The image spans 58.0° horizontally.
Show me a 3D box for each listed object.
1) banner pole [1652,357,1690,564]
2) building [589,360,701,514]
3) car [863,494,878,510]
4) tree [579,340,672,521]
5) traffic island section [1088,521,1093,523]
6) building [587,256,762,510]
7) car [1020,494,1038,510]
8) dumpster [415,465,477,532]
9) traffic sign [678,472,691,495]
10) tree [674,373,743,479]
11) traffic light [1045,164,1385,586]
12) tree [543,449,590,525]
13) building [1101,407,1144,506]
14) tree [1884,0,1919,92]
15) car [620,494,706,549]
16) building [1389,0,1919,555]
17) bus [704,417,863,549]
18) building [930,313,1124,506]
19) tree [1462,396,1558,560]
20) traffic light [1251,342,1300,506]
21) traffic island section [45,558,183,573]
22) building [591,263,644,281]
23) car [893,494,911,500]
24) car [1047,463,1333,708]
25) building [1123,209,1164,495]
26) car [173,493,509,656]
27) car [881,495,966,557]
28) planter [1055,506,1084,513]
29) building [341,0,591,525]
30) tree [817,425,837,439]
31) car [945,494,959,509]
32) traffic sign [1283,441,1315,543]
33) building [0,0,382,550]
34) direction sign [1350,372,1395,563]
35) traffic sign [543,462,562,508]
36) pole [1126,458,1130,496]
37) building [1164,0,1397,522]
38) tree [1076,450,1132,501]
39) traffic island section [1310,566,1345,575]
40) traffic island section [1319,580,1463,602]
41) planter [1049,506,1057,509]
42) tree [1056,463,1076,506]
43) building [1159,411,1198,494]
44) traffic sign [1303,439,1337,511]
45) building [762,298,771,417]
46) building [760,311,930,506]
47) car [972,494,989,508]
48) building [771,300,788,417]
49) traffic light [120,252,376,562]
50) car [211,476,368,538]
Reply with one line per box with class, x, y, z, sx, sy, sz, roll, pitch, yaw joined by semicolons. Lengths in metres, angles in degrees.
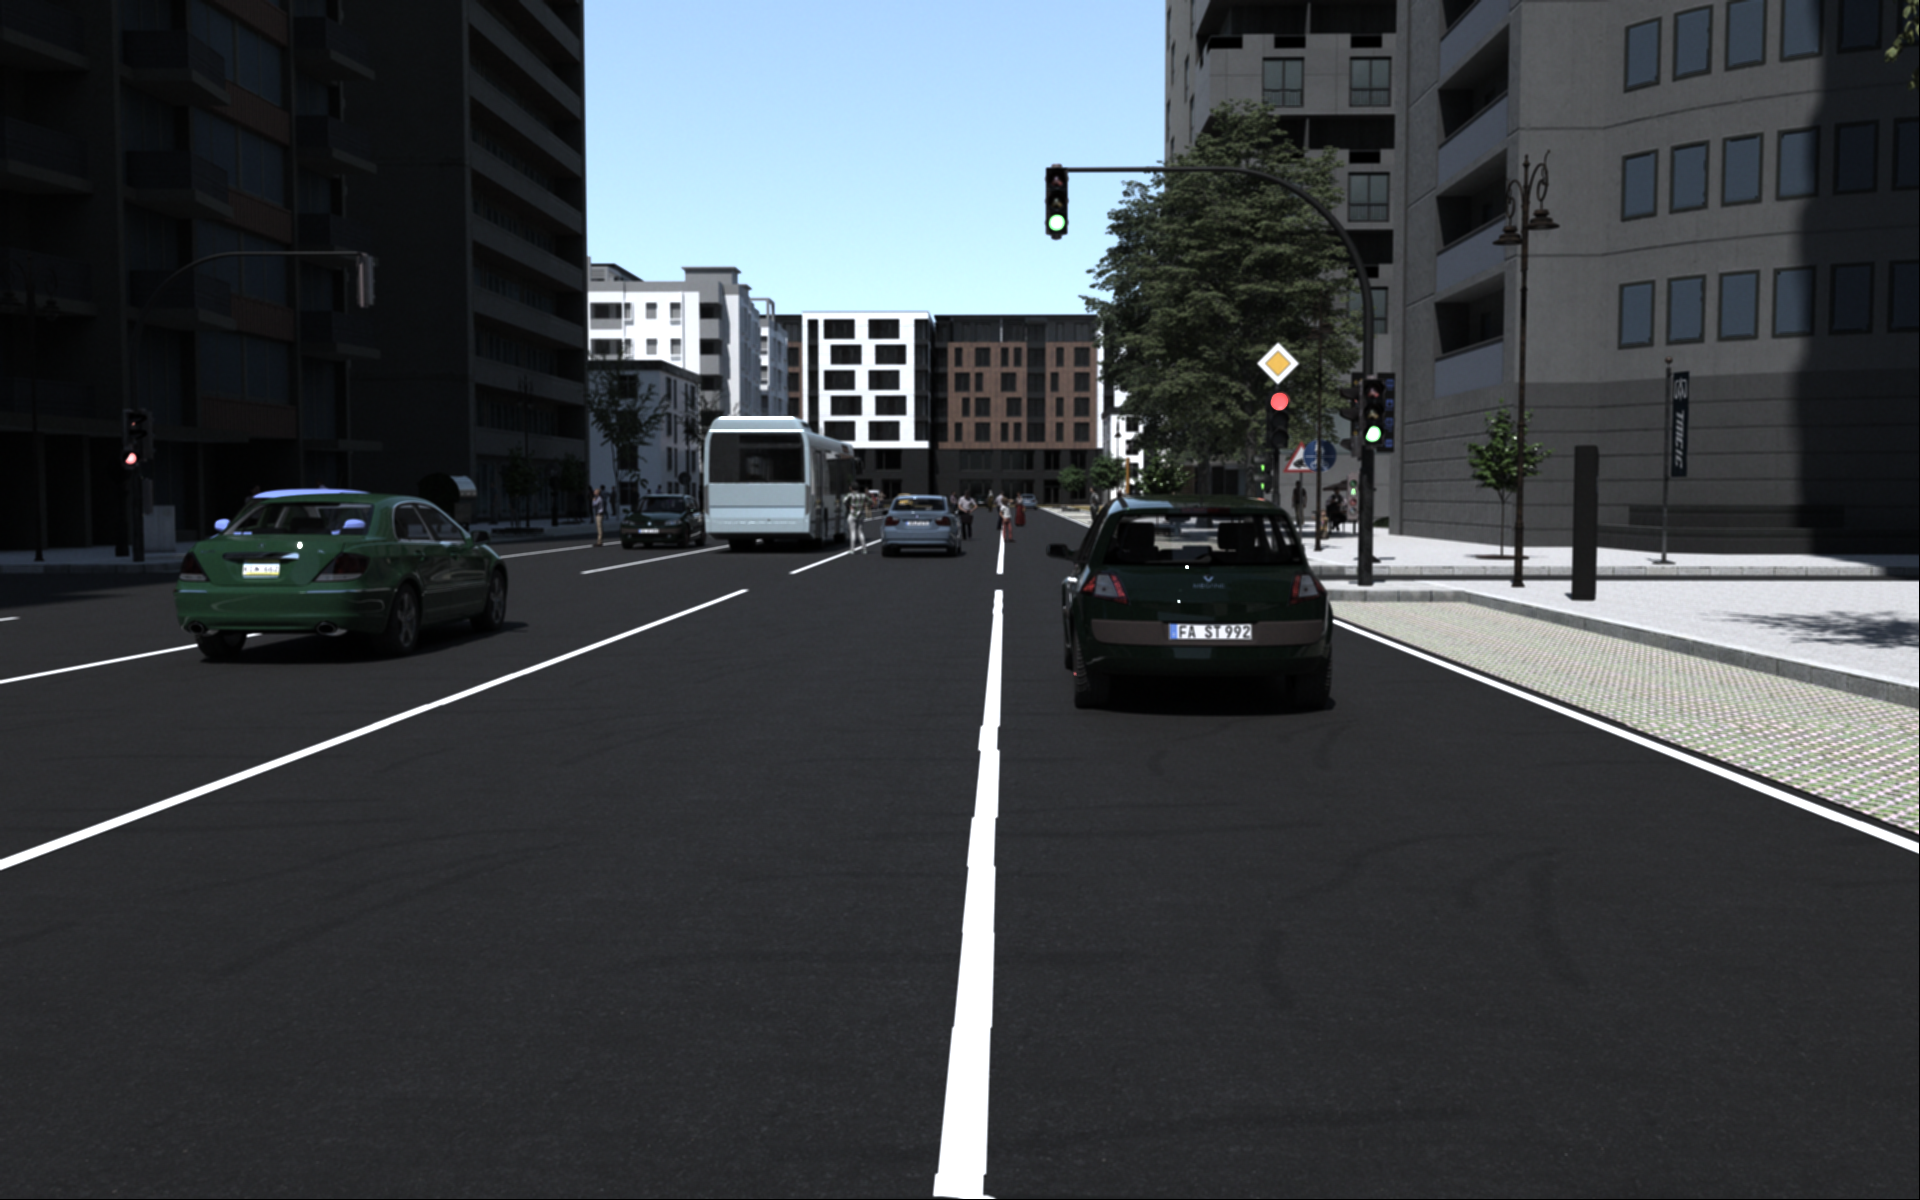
banner pole;12.951;-2.532;31.422;0.401;3.779;0.863;-1;4;-11
building;-22.821;-11.037;122.603;9.099;9.664;28.070;0;4;1
car;-8.502;-9.032;156.719;2.155;1.783;4.494;0;4;3
tree;-16.154;-8.081;82.490;4.737;8.622;4.395;0;3;0
traffic island section;7.269;-3.799;84.981;1.991;0.108;1.994;0;4;1
building;-25.278;-17.469;142.043;16.016;20.091;11.380;0;4;1
car;6.140;-8.904;157.590;2.014;1.417;4.499;0;4;3
dumpster;-16.995;-3.350;57.265;1.502;2.255;1.985;0;4;1
traffic sign;-15.762;-6.058;99.153;0.768;2.556;0.104;0;4;5
tree;-15.429;-9.558;106.630;4.360;8.622;3.978;0;3;0
traffic light;3.551;-3.022;24.070;4.771;5.953;1.251;0;4;1
tree;-16.581;-4.823;73.464;1.663;3.219;1.824;0;3;0
building;18.923;-13.732;166.669;9.099;9.664;28.070;0;4;1
tree;8.025;-3.773;12.048;4.737;8.622;4.395;0;3;0
car;-7.959;-2.251;46.596;2.009;1.686;4.222;0;4;1
building;27.470;-30.722;44.298;28.212;58.520;21.231;0;4;1
bus;-4.666;-3.254;48.058;2.948;3.499;13.247;0;4;2
building;13.588;-22.238;207.563;32.646;21.610;27.936;0;4;1
tree;10.721;-2.435;34.410;1.663;3.219;1.824;0;3;0
traffic light;5.854;-2.643;32.139;0.839;4.253;0.868;0;4;1
traffic island section;-15.580;-0.644;32.817;2.009;0.180;2.903;0;4;1
building;-46.447;-19.817;167.987;32.646;21.610;27.936;0;4;1
car;-5.345;-9.526;165.970;2.015;1.641;3.980;0;4;3
car;1.661;-0.196;12.996;2.009;1.686;4.222;0;4;2
building;28.178;-17.846;135.750;27.936;21.610;32.646;0;4;1
car;-5.771;-0.302;16.739;2.131;1.459;4.920;0;4;1
car;-0.884;-1.767;40.901;2.014;1.417;4.499;0;4;2
planter;8.560;-6.910;134.124;1.991;0.319;1.994;0;4;1
building;-30.909;-28.032;82.021;21.300;48.544;21.600;0;4;1
tree;-14.426;-14.328;184.624;4.360;8.622;3.978;0;3;0
car;-0.829;-9.750;169.202;2.009;1.686;4.222;0;4;2
traffic sign;8.394;-2.608;42.647;0.884;2.594;0.081;1;4;10
building;-30.294;-24.117;48.937;22.147;44.769;28.867;0;4;1
direction sign;7.697;-2.468;32.353;0.876;3.537;0.379;-1;4;-14
traffic sign;-16.371;-4.249;69.577;0.768;2.556;0.104;0;4;4
pole;9.394;-6.305;96.930;0.158;3.312;0.155;0;3;0
building;25.542;-30.767;92.284;28.713;52.752;27.495;0;4;1
tree;11.073;-8.850;128.415;4.285;4.588;4.351;0;3;0
traffic island section;5.894;-0.610;32.251;2.009;0.180;2.903;0;4;1
traffic island section;5.685;-0.122;24.269;2.009;0.180;2.903;0;4;1
planter;9.300;-8.616;162.003;1.991;0.319;1.994;0;4;1
tree;11.937;-12.279;184.477;4.285;4.588;4.351;0;3;0
building;21.255;-15.754;113.998;16.016;20.091;11.380;0;4;1
traffic sign;8.313;-2.446;40.100;0.768;2.556;0.104;1;4;10
building;-25.796;-18.193;153.870;16.016;20.091;11.380;0;4;1
building;-19.446;-22.248;207.733;32.646;21.610;27.936;0;4;1
car;2.158;-10.416;180.082;2.009;1.686;4.222;0;4;0
building;-23.384;-19.383;173.326;11.380;20.091;16.016;0;4;1
traffic light;-13.447;-3.547;32.662;4.771;5.953;1.251;0;4;1
car;-8.471;-0.781;22.361;1.945;1.707;3.694;0;4;2
